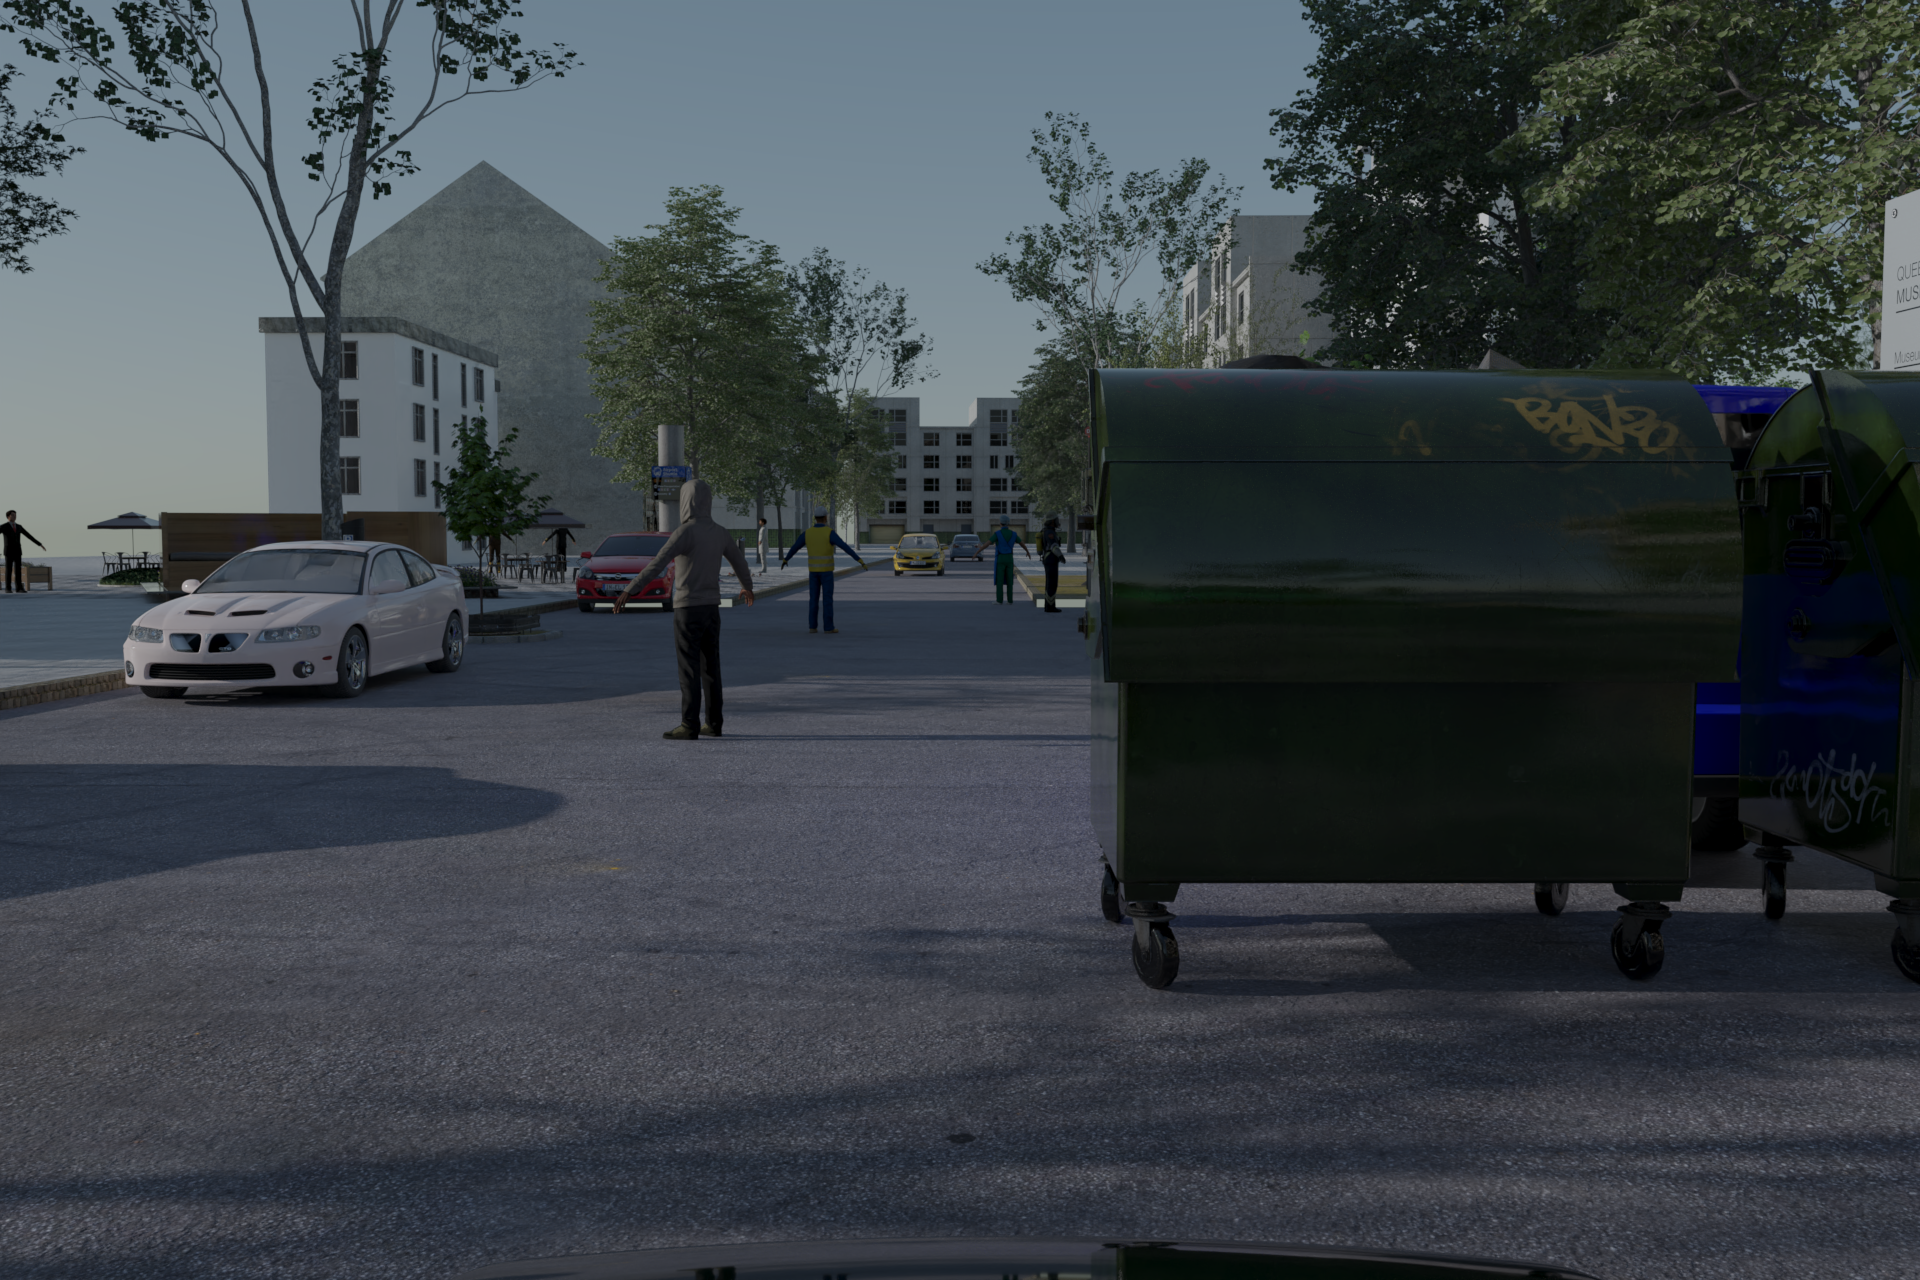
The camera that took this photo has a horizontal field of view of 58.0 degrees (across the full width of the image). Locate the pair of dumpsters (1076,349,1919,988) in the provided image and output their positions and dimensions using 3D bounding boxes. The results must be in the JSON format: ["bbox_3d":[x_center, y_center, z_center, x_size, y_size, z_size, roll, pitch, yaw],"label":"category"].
[{"bbox_3d":[2.616,-0.061,5.946,4.436,2.255,1.574,0,3,0],"label":"pair of dumpsters"}]

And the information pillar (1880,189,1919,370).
[{"bbox_3d":[6.599,-1.236,11.518,0.184,3.620,1.656,0,4,1],"label":"information pillar"}]

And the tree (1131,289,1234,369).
[{"bbox_3d":[6.837,-6.203,51.774,4.737,8.622,4.395,0,3,0],"label":"tree"}]

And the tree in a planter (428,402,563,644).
[{"bbox_3d":[-6.538,-1.611,23.569,1.991,3.239,1.994,0,4,1],"label":"tree in a planter"}]

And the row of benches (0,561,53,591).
[{"bbox_3d":[-22.660,-1.506,40.084,4.104,0.672,1.422,2,4,26],"label":"row of benches"}]

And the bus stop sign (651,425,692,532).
[{"bbox_3d":[-7.002,-3.247,42.104,0.837,3.901,0.837,0,4,1],"label":"bus stop sign"}]

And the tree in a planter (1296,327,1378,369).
[{"bbox_3d":[3.043,-1.090,15.048,1.991,3.239,1.994,0,4,2],"label":"tree in a planter"}]

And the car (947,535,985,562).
[{"bbox_3d":[0.341,-4.821,90.829,2.014,1.417,4.499,0,4,0],"label":"car"}]

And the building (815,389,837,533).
[{"bbox_3d":[-24.396,-22.735,202.652,19.493,23.208,18.063,0,3,0],"label":"building"}]

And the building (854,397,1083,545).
[{"bbox_3d":[1.695,-22.130,230.747,31.486,18.905,16.747,0,4,-3],"label":"building"}]

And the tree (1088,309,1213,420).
[{"bbox_3d":[6.518,-6.523,57.010,4.737,8.622,4.395,0,3,0],"label":"tree"}]

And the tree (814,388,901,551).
[{"bbox_3d":[-8.124,-13.204,134.016,7.486,12.596,7.792,0,3,0],"label":"tree"}]

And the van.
[{"bbox_3d":[2.657,-0.313,9.509,2.240,2.365,5.245,0,4,1],"label":"van"}]

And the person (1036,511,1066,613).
[{"bbox_3d":[1.702,-1.435,31.700,0.705,1.856,1.354,0,4,-7],"label":"person"}]

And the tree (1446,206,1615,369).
[{"bbox_3d":[12.297,-5.360,37.993,4.360,8.622,3.978,0,3,0],"label":"tree"}]

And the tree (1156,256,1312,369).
[{"bbox_3d":[7.766,-5.806,45.288,4.360,8.622,3.978,0,3,0],"label":"tree"}]

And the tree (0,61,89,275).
[{"bbox_3d":[-12.221,-5.023,16.537,8.767,10.594,7.601,3,5,40],"label":"tree"}]

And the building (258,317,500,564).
[{"bbox_3d":[-26.124,-8.500,81.125,9.099,9.664,28.070,0,4,1],"label":"building"}]

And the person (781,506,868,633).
[{"bbox_3d":[-1.999,-1.019,25.079,1.349,1.833,0.705,1,4,17],"label":"person"}]

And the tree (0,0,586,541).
[{"bbox_3d":[-12.734,-10.844,33.185,12.611,20.169,13.585,0,3,0],"label":"tree"}]

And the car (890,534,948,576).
[{"bbox_3d":[-1.405,-3.077,60.528,2.015,1.641,3.980,0,4,1],"label":"car"}]

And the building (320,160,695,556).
[{"bbox_3d":[-27.985,-17.154,111.403,19.493,23.208,18.063,0,3,0],"label":"building"}]

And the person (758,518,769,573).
[{"bbox_3d":[-6.561,-3.141,57.540,0.705,1.806,1.347,0,4,-5],"label":"person"}]

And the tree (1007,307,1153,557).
[{"bbox_3d":[7.324,-11.713,98.171,9.857,13.997,8.962,0,3,0],"label":"tree"}]

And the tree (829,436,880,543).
[{"bbox_3d":[-8.454,-10.682,125.008,4.360,8.622,3.978,0,3,0],"label":"tree"}]

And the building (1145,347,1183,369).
[{"bbox_3d":[27.463,-18.616,170.835,16.747,18.905,31.486,0,4,1],"label":"building"}]

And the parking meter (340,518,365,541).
[{"bbox_3d":[-9.602,-1.161,27.389,0.372,1.533,0.369,0,3,0],"label":"parking meter"}]

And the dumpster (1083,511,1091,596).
[{"bbox_3d":[3.126,-1.359,30.444,1.865,1.857,1.264,0,4,0],"label":"dumpster"}]

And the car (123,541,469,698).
[{"bbox_3d":[-6.177,-0.262,16.642,2.083,1.381,4.827,0,4,1],"label":"car"}]

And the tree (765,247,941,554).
[{"bbox_3d":[-7.668,-15.703,112.641,12.611,20.169,13.585,0,3,0],"label":"tree"}]

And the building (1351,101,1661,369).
[{"bbox_3d":[23.983,-13.815,82.303,16.016,20.090,11.380,0,4,1],"label":"building"}]

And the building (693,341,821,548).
[{"bbox_3d":[-23.611,-18.819,174.145,16.747,18.905,31.486,0,3,0],"label":"building"}]

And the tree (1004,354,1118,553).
[{"bbox_3d":[7.615,-13.007,119.321,9.857,13.997,8.962,0,3,0],"label":"tree"}]

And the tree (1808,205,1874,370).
[{"bbox_3d":[19.261,-5.235,35.957,4.360,8.622,3.978,0,3,0],"label":"tree"}]

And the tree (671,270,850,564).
[{"bbox_3d":[-8.567,-9.558,74.400,7.486,12.596,7.792,0,3,0],"label":"tree"}]

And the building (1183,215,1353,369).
[{"bbox_3d":[23.536,-14.570,104.680,16.747,18.905,31.486,0,4,1],"label":"building"}]

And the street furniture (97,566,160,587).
[{"bbox_3d":[-19.641,-1.917,46.963,5.734,0.657,10.072,-1,4,-9],"label":"street furniture"}]

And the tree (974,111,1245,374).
[{"bbox_3d":[5.860,-13.702,79.915,12.611,20.169,13.585,0,3,0],"label":"tree"}]

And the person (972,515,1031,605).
[{"bbox_3d":[0.885,-1.630,35.230,1.347,1.817,0.704,-2,4,-27],"label":"person"}]

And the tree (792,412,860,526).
[{"bbox_3d":[-7.920,-9.079,98.803,4.737,8.622,4.395,0,3,0],"label":"tree"}]

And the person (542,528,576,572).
[{"bbox_3d":[-13.545,-3.229,58.730,0.705,1.837,1.347,3,5,41],"label":"person"}]

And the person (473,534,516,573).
[{"bbox_3d":[-15.257,-3.098,56.792,1.346,1.812,0.704,-1,4,-14],"label":"person"}]

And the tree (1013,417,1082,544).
[{"bbox_3d":[8.094,-11.937,129.581,8.767,10.594,7.601,0,4,5],"label":"tree"}]

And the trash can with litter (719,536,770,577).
[{"bbox_3d":[-6.553,-2.571,53.100,1.678,1.210,2.233,0,4,2],"label":"trash can with litter"}]

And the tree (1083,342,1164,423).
[{"bbox_3d":[6.794,-7.165,67.511,4.737,8.622,4.395,0,3,0],"label":"tree"}]

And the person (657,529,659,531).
[{"bbox_3d":[-7.661,-2.370,45.477,1.216,1.740,0.721,1,4,16],"label":"person"}]

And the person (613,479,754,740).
[{"bbox_3d":[-1.865,-0.219,12.161,0.705,1.813,1.348,2,4,35],"label":"person"}]

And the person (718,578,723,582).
[{"bbox_3d":[-6.482,-2.277,46.488,0.599,1.433,0.991,1,4,21],"label":"person"}]

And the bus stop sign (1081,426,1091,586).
[{"bbox_3d":[3.439,-3.319,42.976,0.855,3.939,0.416,0,4,1],"label":"bus stop sign"}]

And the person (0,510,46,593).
[{"bbox_3d":[-20.583,-1.926,37.670,0.705,1.806,1.347,2,4,32],"label":"person"}]

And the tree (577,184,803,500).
[{"bbox_3d":[-8.799,-8.460,56.444,7.486,12.596,7.792,0,3,0],"label":"tree"}]

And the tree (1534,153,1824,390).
[{"bbox_3d":[18.676,-7.353,45.985,9.928,11.665,9.643,0,3,0],"label":"tree"}]

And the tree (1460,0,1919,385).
[{"bbox_3d":[8.668,-6.026,16.659,7.486,12.596,7.792,0,3,0],"label":"tree"}]

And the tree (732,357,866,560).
[{"bbox_3d":[-8.720,-9.193,84.725,8.767,10.594,7.601,0,4,-1],"label":"tree"}]

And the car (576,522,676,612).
[{"bbox_3d":[-6.086,-1.477,33.186,2.155,1.783,4.494,0,4,1],"label":"car"}]

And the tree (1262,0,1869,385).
[{"bbox_3d":[9.661,-7.435,28.226,9.857,13.997,8.962,0,3,0],"label":"tree"}]

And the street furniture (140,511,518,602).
[{"bbox_3d":[-12.638,-1.843,36.987,9.812,1.723,11.010,-2,4,-26],"label":"street furniture"}]

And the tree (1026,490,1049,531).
[{"bbox_3d":[7.376,-11.428,137.208,4.360,8.622,3.978,0,3,0],"label":"tree"}]
